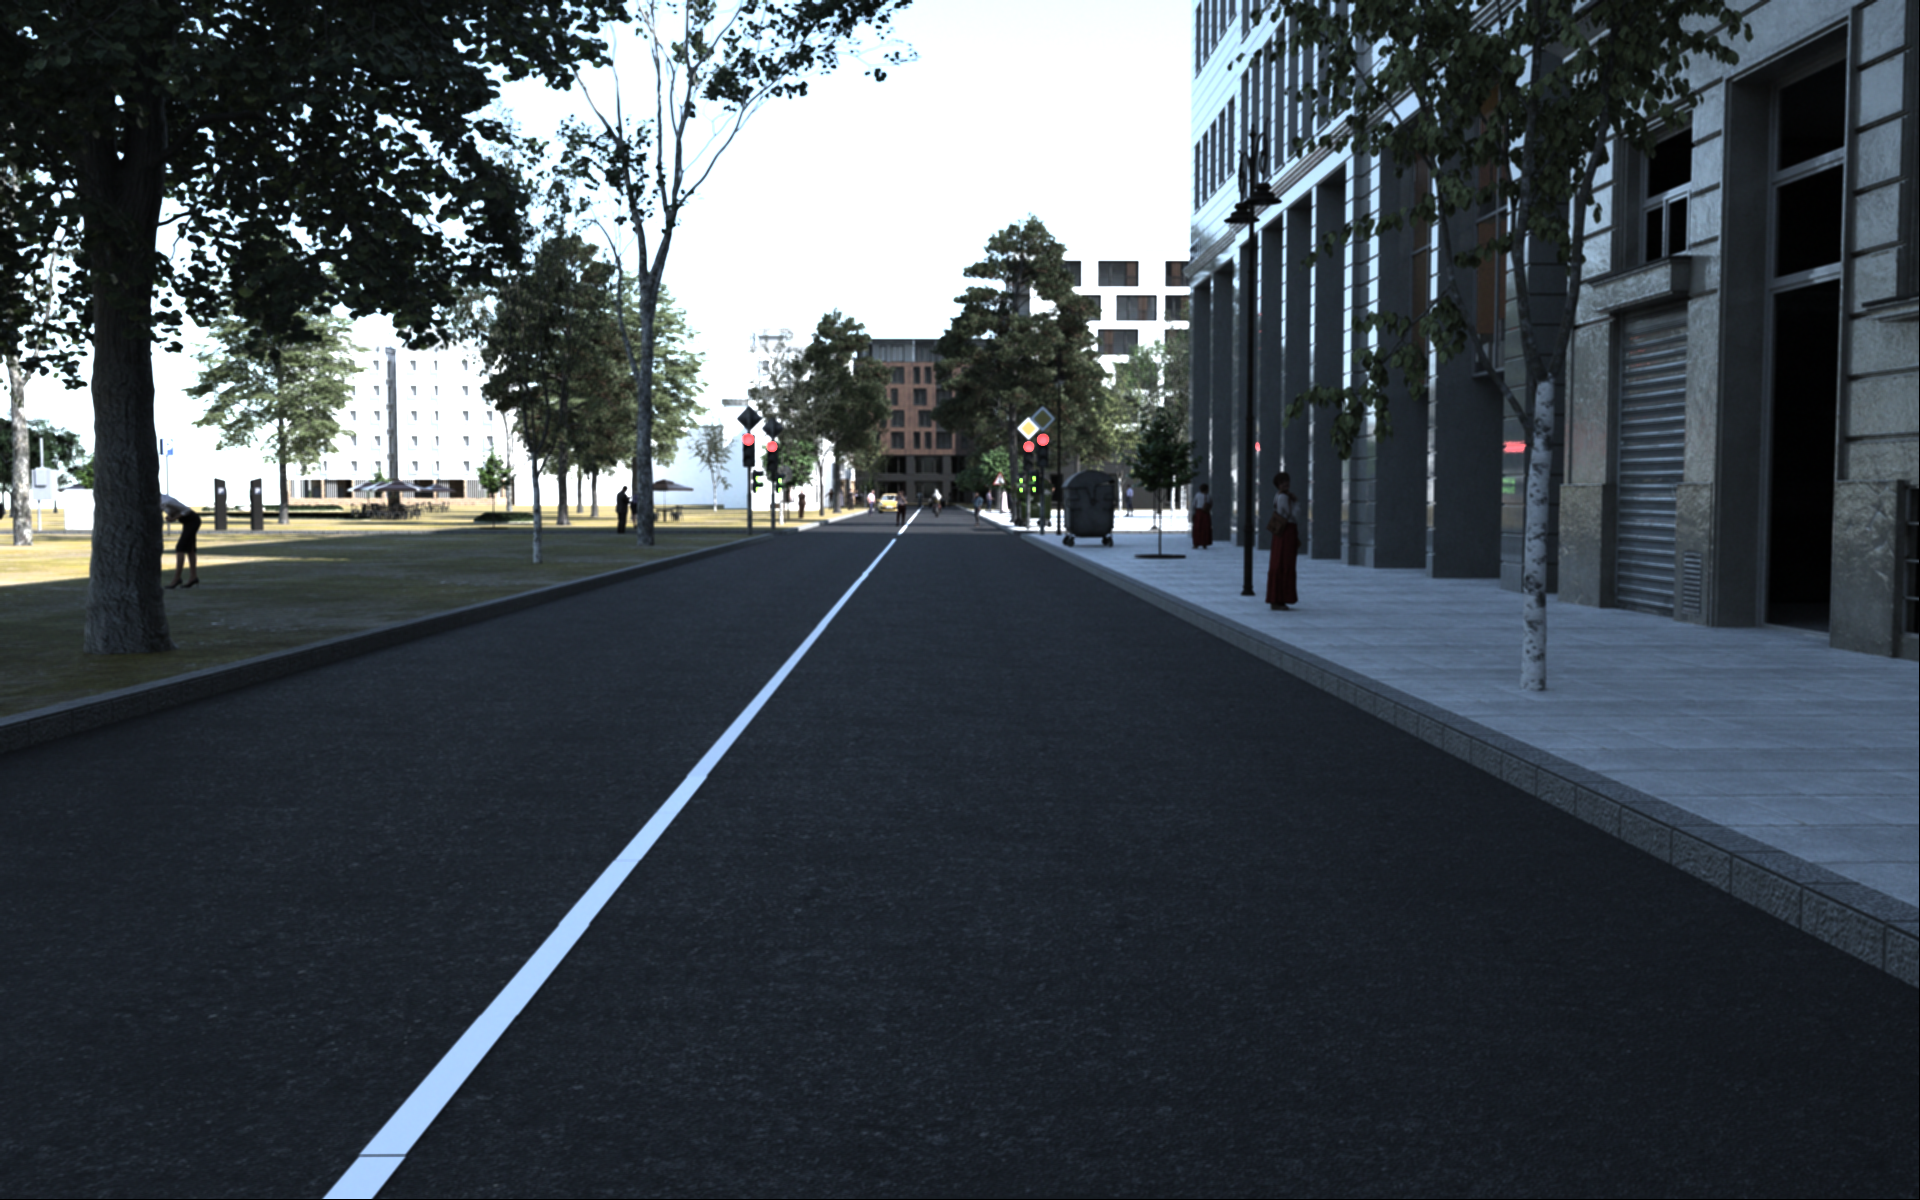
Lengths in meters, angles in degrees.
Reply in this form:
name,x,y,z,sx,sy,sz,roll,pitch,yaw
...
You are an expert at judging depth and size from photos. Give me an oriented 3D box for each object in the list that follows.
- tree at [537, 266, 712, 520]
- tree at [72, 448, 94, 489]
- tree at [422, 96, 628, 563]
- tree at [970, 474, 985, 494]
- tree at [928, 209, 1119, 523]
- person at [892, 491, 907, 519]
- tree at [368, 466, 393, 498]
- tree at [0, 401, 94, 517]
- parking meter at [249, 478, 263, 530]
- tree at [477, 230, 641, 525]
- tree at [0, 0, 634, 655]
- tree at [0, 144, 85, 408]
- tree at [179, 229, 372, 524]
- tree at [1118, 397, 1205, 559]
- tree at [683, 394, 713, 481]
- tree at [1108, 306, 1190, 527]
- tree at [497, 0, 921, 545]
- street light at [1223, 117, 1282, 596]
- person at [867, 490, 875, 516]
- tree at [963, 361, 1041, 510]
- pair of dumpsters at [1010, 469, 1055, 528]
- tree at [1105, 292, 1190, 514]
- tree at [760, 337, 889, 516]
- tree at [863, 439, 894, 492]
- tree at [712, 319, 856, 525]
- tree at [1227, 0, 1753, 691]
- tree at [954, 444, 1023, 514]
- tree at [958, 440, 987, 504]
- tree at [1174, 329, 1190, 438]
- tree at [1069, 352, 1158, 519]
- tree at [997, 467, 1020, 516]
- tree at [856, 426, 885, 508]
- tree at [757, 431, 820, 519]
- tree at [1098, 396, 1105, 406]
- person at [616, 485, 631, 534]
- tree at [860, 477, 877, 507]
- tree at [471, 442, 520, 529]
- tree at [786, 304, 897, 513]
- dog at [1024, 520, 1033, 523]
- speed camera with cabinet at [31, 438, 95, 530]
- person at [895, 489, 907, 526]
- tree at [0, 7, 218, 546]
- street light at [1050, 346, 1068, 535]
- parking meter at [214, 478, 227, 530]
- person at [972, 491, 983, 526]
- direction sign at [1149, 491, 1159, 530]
name,x,y,z,sx,sy,sz,roll,pitch,yaw
tree,-15.870,-10.297,86.478,7.486,12.596,7.792,0,3,0
tree,-35.949,-4.746,72.196,1.663,3.219,1.824,0,3,0
tree,-7.861,-4.979,31.772,4.360,8.622,3.978,0,3,0
tree,1.741,-10.731,170.053,1.663,3.219,1.824,0,3,0
tree,2.256,-10.376,77.064,7.806,13.903,7.818,0,3,0
person,-3.519,-5.535,100.956,0.963,1.587,0.435,0,4,4
tree,-39.615,-7.547,117.990,1.663,3.219,1.824,0,3,0
tree,-63.567,-9.058,111.008,11.467,7.101,20.602,-1,4,-9
parking meter,-24.882,-3.395,61.227,0.399,1.863,0.255,-3,5,-44
tree,-16.315,-9.108,70.965,6.751,12.117,7.091,0,3,0
tree,-6.936,-6.552,13.783,9.857,13.997,8.962,0,3,0
tree,-17.436,-4.890,30.308,4.360,8.622,3.978,0,3,0
tree,-29.293,-9.556,74.371,7.486,12.596,7.792,0,3,0
tree,3.908,-2.454,34.729,1.663,3.219,1.824,0,3,0
tree,-18.022,-10.772,126.482,4.360,8.622,3.978,0,3,0
tree,8.045,-7.110,66.616,4.360,8.622,3.978,0,3,0
tree,-6.759,-11.491,43.761,12.611,20.169,13.585,0,3,0
street light,3.651,-2.997,21.784,0.468,5.910,1.993,0,4,-1
person,-5.726,-6.323,112.823,0.436,1.711,0.756,3,5,42
tree,3.099,-13.048,135.383,6.751,12.117,7.091,0,3,0
pair of dumpsters,2.864,-4.030,68.388,1.574,2.255,4.436,0,4,-1
tree,13.035,-9.131,75.050,9.928,11.665,9.643,0,3,0
tree,-8.012,-10.237,101.786,8.767,10.594,7.601,1,4,12
tree,-9.232,-14.119,181.211,4.737,8.622,4.395,0,3,0
tree,-7.361,-7.471,72.517,4.360,8.622,3.978,0,3,0
tree,3.769,-3.730,11.343,4.737,8.622,4.395,0,3,0
tree,2.694,-7.973,114.075,4.285,4.588,4.351,0,3,0
tree,1.742,-16.130,214.082,4.360,8.622,3.978,0,3,0
tree,15.668,-11.385,92.806,9.857,13.997,8.962,0,3,0
tree,8.369,-8.498,89.304,4.737,8.622,4.395,0,3,0
tree,2.897,-6.443,99.939,1.663,3.219,1.824,0,3,0
tree,-8.962,-12.820,159.970,4.360,8.622,3.978,0,3,0
tree,-8.684,-6.385,88.108,4.285,4.588,4.351,0,3,0
tree,12.767,-11.228,109.328,9.928,11.665,9.643,0,3,0
person,-11.692,-3.125,60.281,0.565,1.739,0.600,1,4,21
tree,-9.974,-11.689,185.716,1.663,3.219,1.824,0,3,0
tree,-17.141,-4.251,64.109,1.663,3.219,1.824,0,3,0
tree,-8.041,-12.787,116.484,7.806,13.903,7.818,0,3,0
dog,2.835,-3.644,77.310,0.748,0.427,0.550,3,5,44
speed camera with cabinet,-31.630,-4.091,61.222,2.038,3.252,0.660,0,4,-6
person,-2.638,-4.141,77.670,0.566,1.644,0.517,-3,4,-38
tree,-23.741,-11.338,41.264,12.611,20.169,13.585,0,3,0
street light,3.099,-4.976,54.144,0.468,5.910,1.993,0,4,-1
parking meter,-26.196,-3.405,61.383,0.399,1.863,0.255,-3,4,-36
person,0.773,-4.052,76.967,0.429,1.552,0.499,-1,4,-21
direction sign,6.984,-4.285,62.064,0.379,3.537,0.876,-1,4,-10
